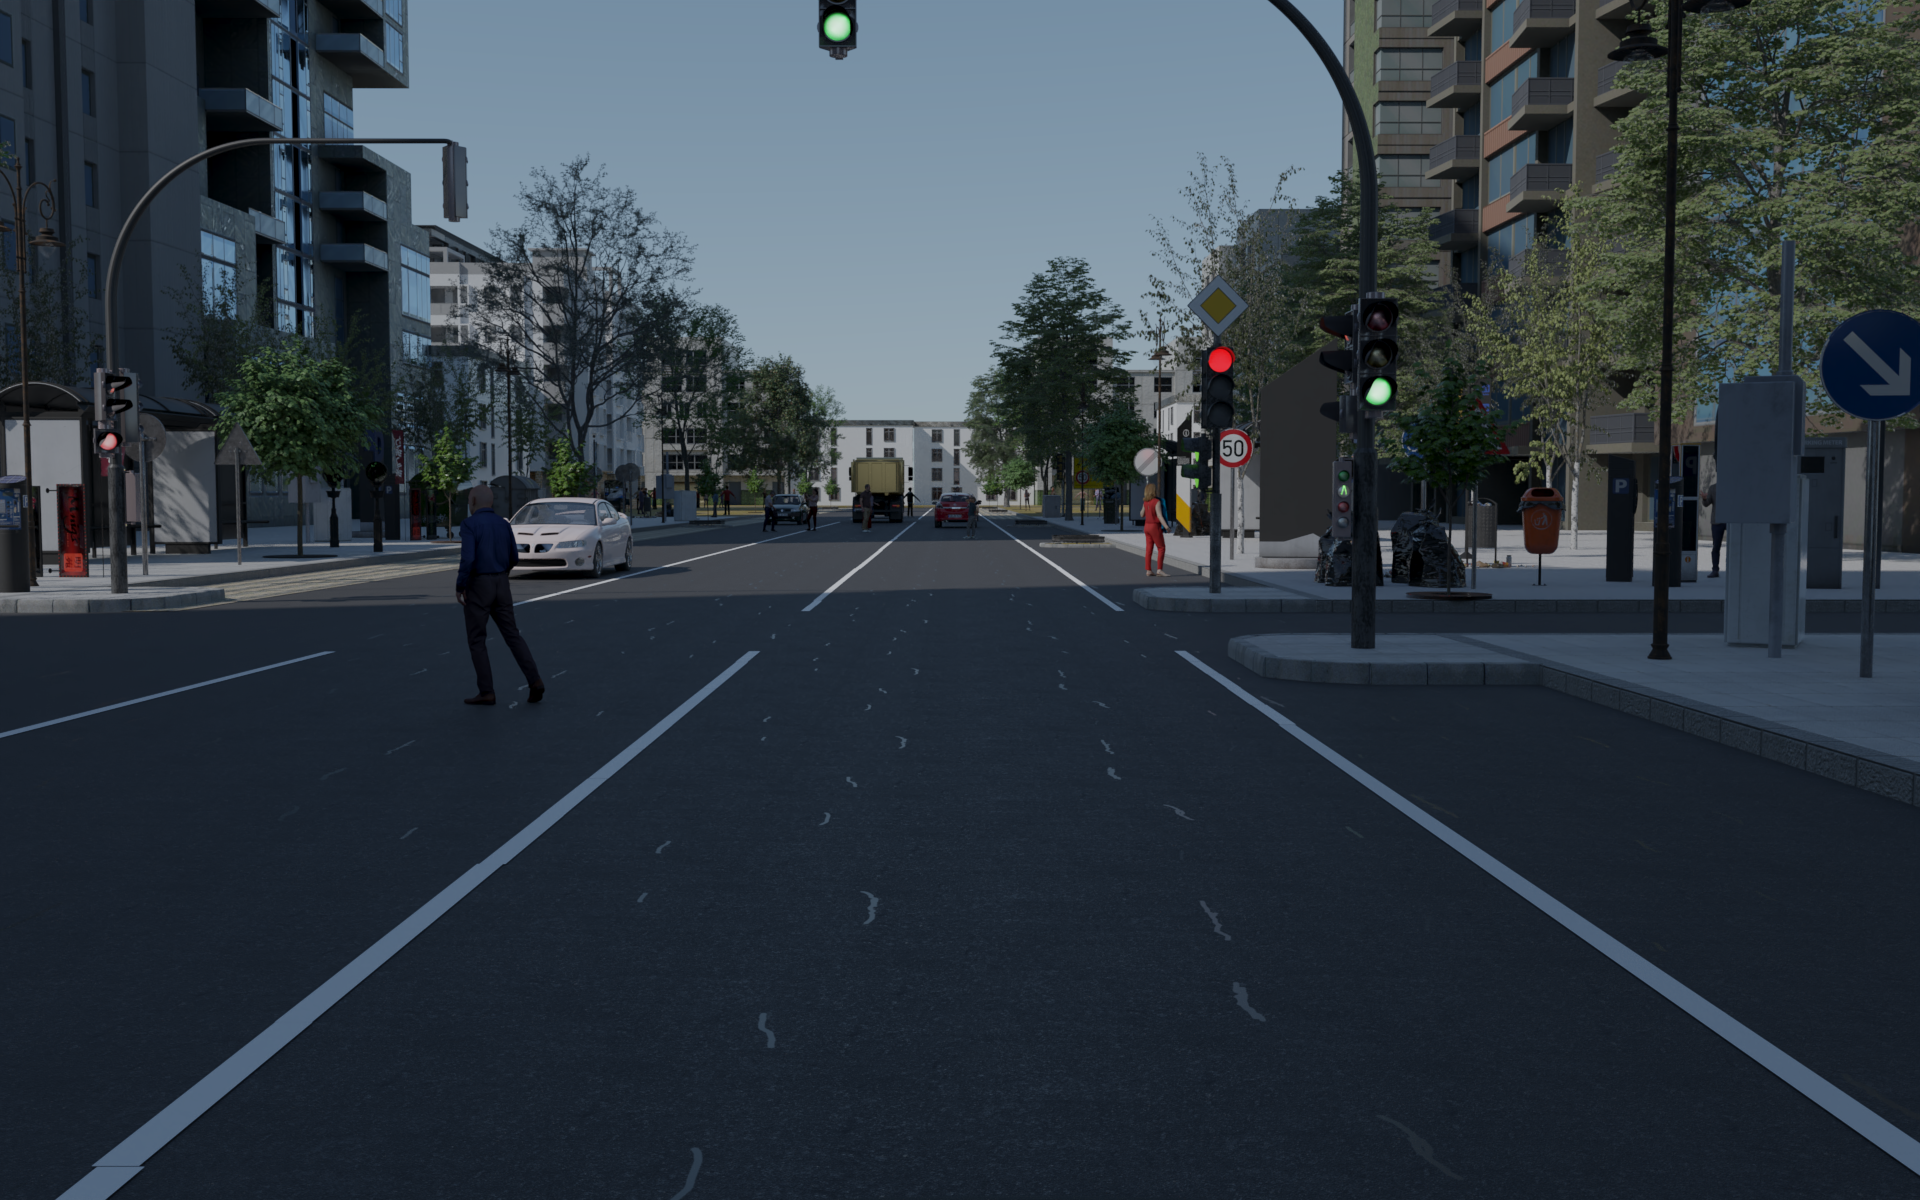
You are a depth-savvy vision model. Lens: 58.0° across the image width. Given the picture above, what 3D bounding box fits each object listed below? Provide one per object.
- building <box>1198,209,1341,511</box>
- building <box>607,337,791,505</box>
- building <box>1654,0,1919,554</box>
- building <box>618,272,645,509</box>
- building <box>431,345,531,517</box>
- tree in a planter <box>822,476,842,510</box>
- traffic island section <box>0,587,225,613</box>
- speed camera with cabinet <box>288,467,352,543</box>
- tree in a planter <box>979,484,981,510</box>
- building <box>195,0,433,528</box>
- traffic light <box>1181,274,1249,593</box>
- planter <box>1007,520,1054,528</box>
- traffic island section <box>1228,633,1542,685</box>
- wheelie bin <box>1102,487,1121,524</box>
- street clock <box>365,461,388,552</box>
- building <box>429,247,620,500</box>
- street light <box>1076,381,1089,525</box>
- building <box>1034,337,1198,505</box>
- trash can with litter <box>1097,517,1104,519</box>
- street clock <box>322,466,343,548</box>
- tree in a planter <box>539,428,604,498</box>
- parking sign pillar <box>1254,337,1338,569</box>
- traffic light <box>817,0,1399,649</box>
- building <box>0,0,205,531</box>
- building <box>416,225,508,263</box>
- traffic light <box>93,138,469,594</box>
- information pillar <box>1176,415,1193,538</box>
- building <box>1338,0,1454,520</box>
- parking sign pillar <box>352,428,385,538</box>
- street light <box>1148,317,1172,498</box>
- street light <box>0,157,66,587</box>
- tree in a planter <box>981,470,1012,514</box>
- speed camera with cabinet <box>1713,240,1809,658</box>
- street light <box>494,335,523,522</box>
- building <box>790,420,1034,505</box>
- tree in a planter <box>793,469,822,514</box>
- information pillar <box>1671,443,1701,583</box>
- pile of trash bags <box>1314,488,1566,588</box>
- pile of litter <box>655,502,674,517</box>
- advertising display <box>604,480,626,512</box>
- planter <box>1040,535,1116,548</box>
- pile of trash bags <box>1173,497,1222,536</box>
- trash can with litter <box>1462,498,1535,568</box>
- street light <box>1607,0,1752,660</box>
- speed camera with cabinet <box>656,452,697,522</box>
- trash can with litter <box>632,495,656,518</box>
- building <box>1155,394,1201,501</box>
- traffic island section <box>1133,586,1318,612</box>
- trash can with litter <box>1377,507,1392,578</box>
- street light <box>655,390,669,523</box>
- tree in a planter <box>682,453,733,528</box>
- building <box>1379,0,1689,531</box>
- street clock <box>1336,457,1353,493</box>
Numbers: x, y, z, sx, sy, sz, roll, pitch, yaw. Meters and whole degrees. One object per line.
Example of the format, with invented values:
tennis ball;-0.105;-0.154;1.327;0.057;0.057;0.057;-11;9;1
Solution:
building;26.796;-15.268;116.096;16.747;18.905;31.486;0;4;0
building;-35.240;-20.590;203.106;31.486;18.905;16.747;0;4;0
building;27.248;-23.979;42.173;14.200;45.320;14.600;0;4;0
building;-34.086;-18.008;150.849;11.380;20.091;16.016;0;4;0
building;-32.219;-10.377;111.817;9.099;9.664;28.070;0;4;0
tree in a planter;-11.282;-9.409;151.066;1.991;3.239;1.994;0;4;0
traffic island section;-10.873;-0.006;22.372;2.009;0.180;2.903;0;4;0
speed camera with cabinet;-17.106;-3.177;46.278;0.660;3.252;2.038;1;4;14
tree in a planter;2.583;-9.473;152.111;1.991;3.239;1.994;0;4;0
building;-37.959;-46.748;77.005;22.319;86.520;31.000;0;4;0
traffic light;3.288;-2.044;22.335;0.839;4.253;0.868;0;4;0
planter;3.022;-3.279;74.751;1.991;0.319;1.994;0;4;0
traffic island section;3.374;0.478;14.464;2.009;0.180;2.903;0;4;0
wheelie bin;6.557;-4.089;74.757;0.980;1.594;0.693;1;4;19
street clock;-12.889;-2.064;38.312;0.471;2.002;0.358;-1;4;-13
building;-35.203;-16.804;131.169;16.016;20.091;11.380;0;4;0
street light;5.032;-6.013;71.101;0.468;5.910;1.993;0;4;0
building;24.406;-20.590;203.105;31.486;18.905;16.747;0;4;0
trash can with litter;7.837;-4.719;88.219;1.678;1.210;2.233;1;4;15
street clock;-15.042;-2.265;41.597;0.471;2.002;0.358;-2;4;-31
tree in a planter;-10.692;-3.052;47.118;1.991;3.239;1.994;0;4;0
parking sign pillar;5.873;-2.546;30.106;1.447;3.967;1.447;1;4;10
traffic light;1.243;-2.418;14.196;4.771;5.953;1.251;0;4;0
building;-38.179;-30.959;48.178;21.231;58.520;28.212;0;4;0
building;-56.069;-18.445;145.544;32.646;21.610;27.936;0;4;0
traffic light;-8.741;-2.912;22.285;4.771;5.953;1.251;0;4;0
information pillar;6.589;-3.637;50.822;0.504;3.616;0.183;3;5;42
building;27.052;-24.855;89.979;14.154;41.232;14.086;0;4;0
parking sign pillar;-17.407;-3.839;51.247;1.447;3.967;1.447;0;4;-5
street light;5.166;-4.408;44.851;0.468;5.910;1.993;0;4;0
street light;-12.905;-3.127;23.907;0.468;5.910;1.993;0;4;0
tree in a planter;2.728;-7.825;125.168;1.991;3.239;1.994;0;4;0
speed camera with cabinet;6.646;-1.222;14.314;0.660;3.252;2.038;2;4;29
street light;-13.160;-4.758;50.580;0.468;5.910;1.993;0;4;0
building;-5.356;-15.812;200.668;28.070;9.664;9.099;0;4;0
tree in a planter;-11.138;-7.759;124.083;1.991;3.239;1.994;0;4;0
information pillar;10.521;-1.264;25.157;0.304;2.012;0.304;0;4;-4
pile of trash bags;6.723;-0.899;24.444;3.447;1.369;1.912;1;4;16
pile of litter;-16.547;-5.076;96.955;1.719;0.858;1.176;-3;5;-43
advertising display;-15.705;-4.505;78.863;0.974;1.923;0.123;-1;4;-18
planter;3.186;-1.602;47.334;1.991;0.319;1.994;0;4;0
pile of trash bags;8.116;-2.704;53.966;1.912;1.369;3.447;2;4;34
trash can with litter;8.867;-1.195;30.602;2.233;1.210;1.678;2;4;35
street light;5.448;-2.478;13.305;0.468;5.910;1.993;0;4;0
speed camera with cabinet;-13.383;-5.341;81.668;0.660;3.252;2.038;3;5;40
trash can with litter;-17.046;-4.983;92.521;1.678;1.210;2.233;2;4;32
building;22.648;-12.476;146.129;9.099;9.664;28.070;0;4;0
traffic island section;3.328;-0.010;22.449;2.009;0.180;2.903;0;4;0
trash can with litter;6.434;-0.986;27.179;1.678;1.210;2.233;0;4;-1
street light;-13.199;-6.363;76.830;0.468;5.910;1.993;0;4;0
tree in a planter;-10.849;-4.724;74.461;1.991;3.239;1.994;0;4;0
building;30.982;-25.283;68.009;22.147;44.769;28.867;0;4;0
street clock;7.433;-1.775;33.589;0.471;2.002;0.358;0;4;5
